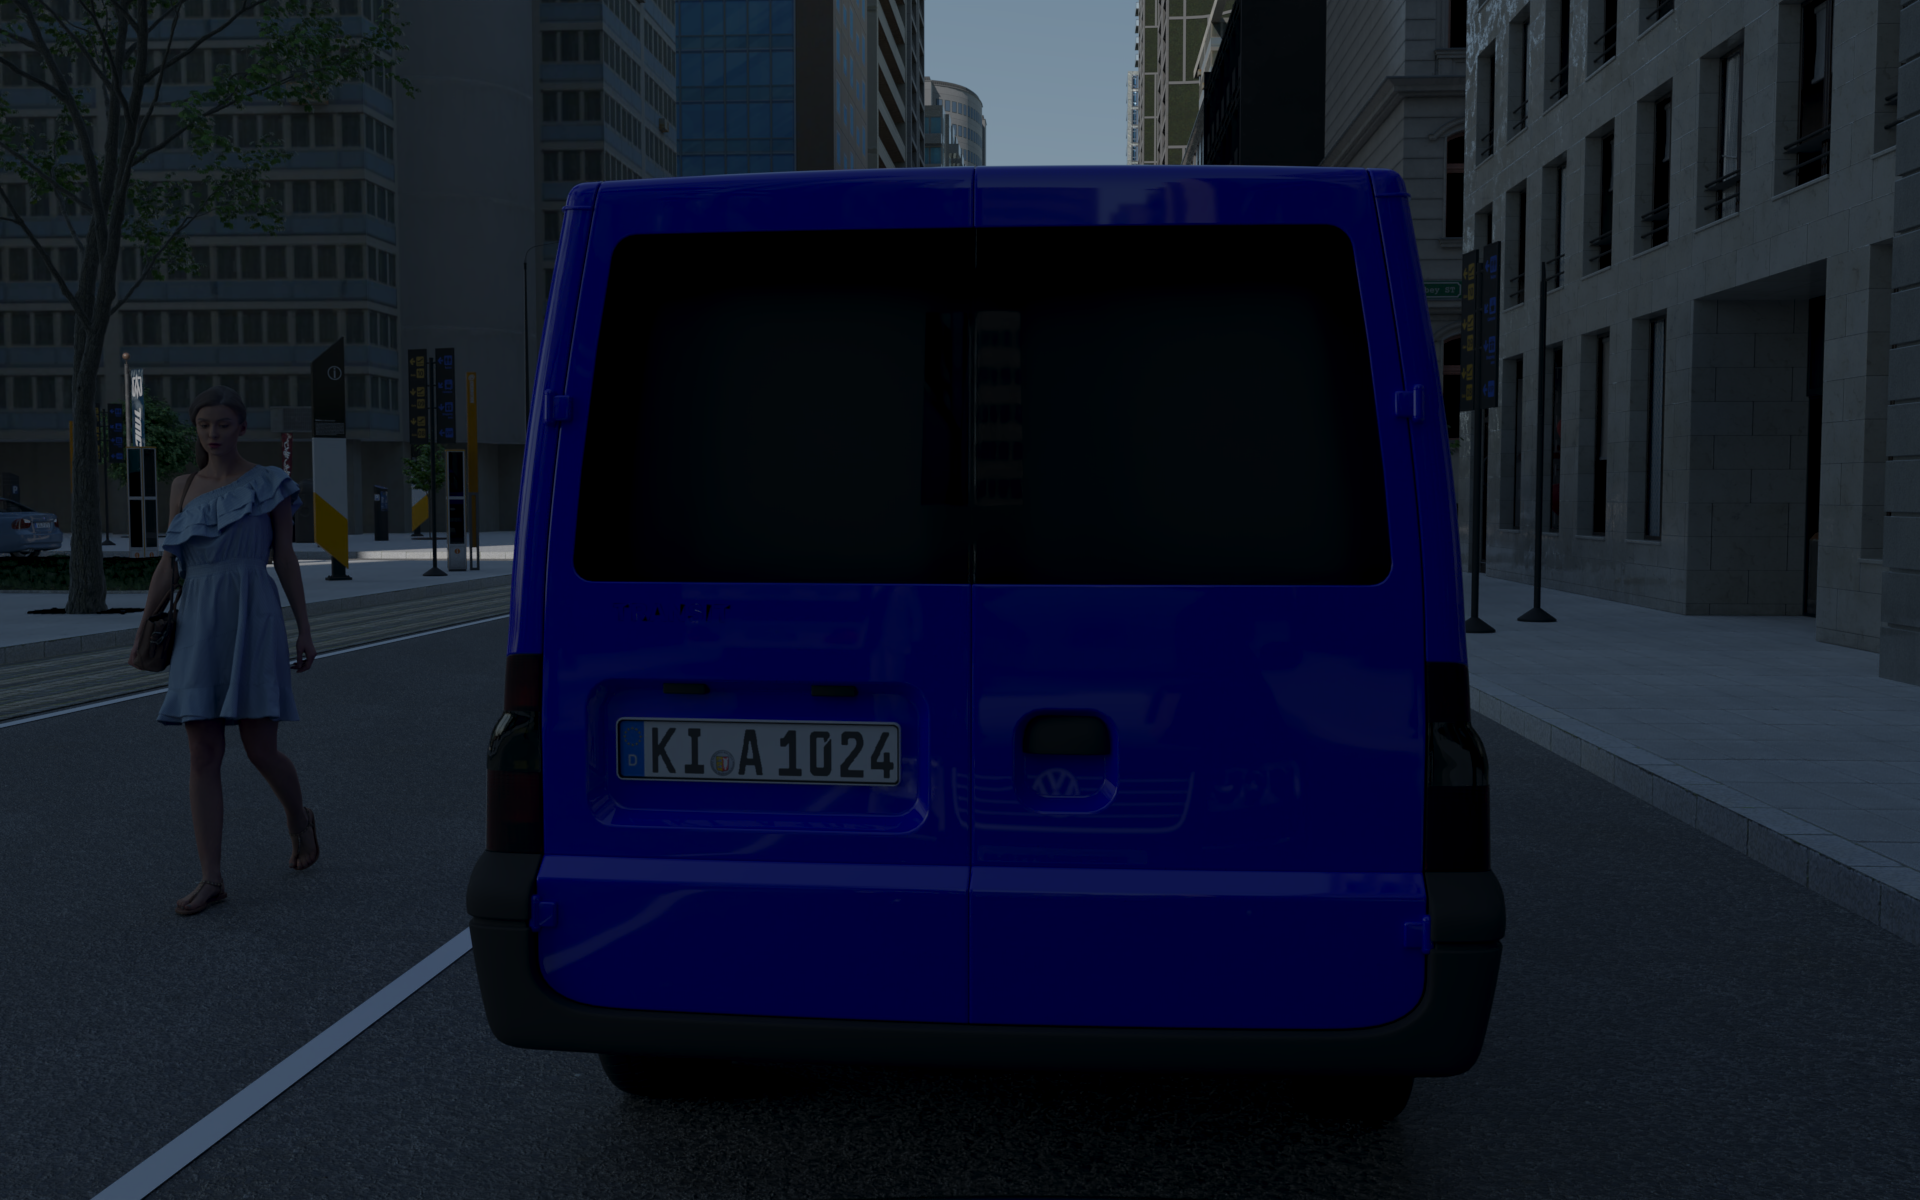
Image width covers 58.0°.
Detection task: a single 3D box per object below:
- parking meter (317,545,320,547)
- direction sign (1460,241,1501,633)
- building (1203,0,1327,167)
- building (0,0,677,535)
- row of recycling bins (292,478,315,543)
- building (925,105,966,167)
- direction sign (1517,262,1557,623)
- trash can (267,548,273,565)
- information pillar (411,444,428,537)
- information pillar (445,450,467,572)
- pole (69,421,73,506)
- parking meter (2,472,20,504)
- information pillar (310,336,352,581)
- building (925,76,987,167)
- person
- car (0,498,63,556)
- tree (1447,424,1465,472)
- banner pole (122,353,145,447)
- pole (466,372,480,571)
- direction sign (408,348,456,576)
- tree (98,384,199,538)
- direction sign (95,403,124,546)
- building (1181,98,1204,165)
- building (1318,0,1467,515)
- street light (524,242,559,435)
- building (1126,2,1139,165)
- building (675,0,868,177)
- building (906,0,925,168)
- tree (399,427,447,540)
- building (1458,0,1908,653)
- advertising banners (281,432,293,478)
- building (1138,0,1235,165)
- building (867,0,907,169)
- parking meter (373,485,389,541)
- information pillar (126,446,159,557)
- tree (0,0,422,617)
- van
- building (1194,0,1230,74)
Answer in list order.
[{"bbox_3d":[-15.300,-2.038,41.730,0.372,1.533,0.369,0,3,0],"label":"parking meter"},{"bbox_3d":[4.787,-1.469,16.009,0.379,3.537,0.876,0,4,-4],"label":"direction sign"},{"bbox_3d":[15.666,-14.292,63.345,12.332,23.373,15.834,0,4,4],"label":"building"},{"bbox_3d":[-24.063,-22.805,64.743,32.217,40.220,23.993,0,4,4],"label":"building"},{"bbox_3d":[-18.276,-2.392,46.228,3.534,1.692,1.069,2,4,30],"label":"row of recycling bins"},{"bbox_3d":[-10.715,-36.471,215.902,23.786,49.044,30.456,0,4,4],"label":"building"},{"bbox_3d":[5.820,-1.552,17.369,0.379,3.537,0.876,1,4,19],"label":"direction sign"},{"bbox_3d":[-12.798,-1.220,31.597,0.748,1.137,0.748,0,3,0],"label":"trash can"},{"bbox_3d":[-16.356,-3.731,52.359,0.504,3.616,0.183,-2,4,-30],"label":"information pillar"},{"bbox_3d":[-8.367,-1.484,28.752,0.304,2.012,0.304,-1,4,-20],"label":"information pillar"},{"bbox_3d":[-24.705,-3.330,48.297,0.158,3.312,0.155,0,3,0],"label":"pole"},{"bbox_3d":[-25.539,-2.504,46.647,0.255,1.863,0.399,1,4,8],"label":"parking meter"},{"bbox_3d":[-9.312,-2.096,25.621,0.504,3.616,0.183,-3,4,-38],"label":"information pillar"},{"bbox_3d":[-7.451,-43.049,245.841,21.231,58.520,28.212,0,4,4],"label":"building"},{"bbox_3d":[-2.628,0.146,6.200,0.616,1.811,0.778,0,4,7],"label":"person"},{"bbox_3d":[-21.181,-1.476,36.129,4.499,1.417,2.014,0,4,4],"label":"car"},{"bbox_3d":[6.402,-1.855,24.925,1.663,3.219,1.824,0,3,0],"label":"tree"},{"bbox_3d":[-14.588,-2.484,30.634,0.863,3.779,0.401,3,5,41],"label":"banner pole"},{"bbox_3d":[-8.170,-2.153,29.049,0.158,3.312,0.155,0,3,0],"label":"pole"},{"bbox_3d":[-8.224,-2.143,27.028,0.876,3.537,0.379,1,4,23],"label":"direction sign"},{"bbox_3d":[-24.237,-4.135,51.317,4.285,4.588,4.351,0,3,0],"label":"tree"},{"bbox_3d":[-21.321,-3.133,43.220,0.876,3.537,0.379,-3,5,-43],"label":"direction sign"},{"bbox_3d":[15.872,-14.224,81.711,9.793,20.994,18.267,0,4,4],"label":"building"},{"bbox_3d":[21.616,-15.760,45.064,23.554,28.519,14.401,0,4,4],"label":"building"},{"bbox_3d":[-7.334,-3.605,31.476,1.470,5.913,1.316,0,4,4],"label":"street light"},{"bbox_3d":[33.417,-57.638,255.046,22.319,86.520,31.000,0,4,4],"label":"building"},{"bbox_3d":[-12.598,-27.014,91.790,14.600,45.320,14.200,0,4,4],"label":"building"},{"bbox_3d":[-11.741,-44.546,166.578,20.563,71.187,20.611,0,4,4],"label":"building"},{"bbox_3d":[-15.049,-3.319,48.870,1.663,3.219,1.824,0,3,0],"label":"tree"},{"bbox_3d":[12.992,-10.090,19.729,10.420,20.320,16.860,0,4,4],"label":"building"},{"bbox_3d":[-19.728,-3.266,49.594,2.074,3.025,0.090,2,4,33],"label":"advertising banners"},{"bbox_3d":[30.458,-47.519,215.179,20.563,71.187,20.611,0,4,4],"label":"building"},{"bbox_3d":[-15.445,-30.697,125.599,21.300,48.544,21.600,0,4,4],"label":"building"},{"bbox_3d":[-15.870,-2.389,47.478,0.372,1.533,0.369,0,3,0],"label":"parking meter"},{"bbox_3d":[-12.674,-1.368,26.865,0.304,2.012,0.304,1,4,17],"label":"information pillar"},{"bbox_3d":[-9.242,-5.664,18.357,9.928,11.665,9.643,0,3,0],"label":"tree"},{"bbox_3d":[0.263,-0.080,5.697,2.240,2.365,5.245,0,4,5],"label":"van"},{"bbox_3d":[30.607,-26.767,129.515,32.217,40.220,23.993,0,4,4],"label":"building"}]
